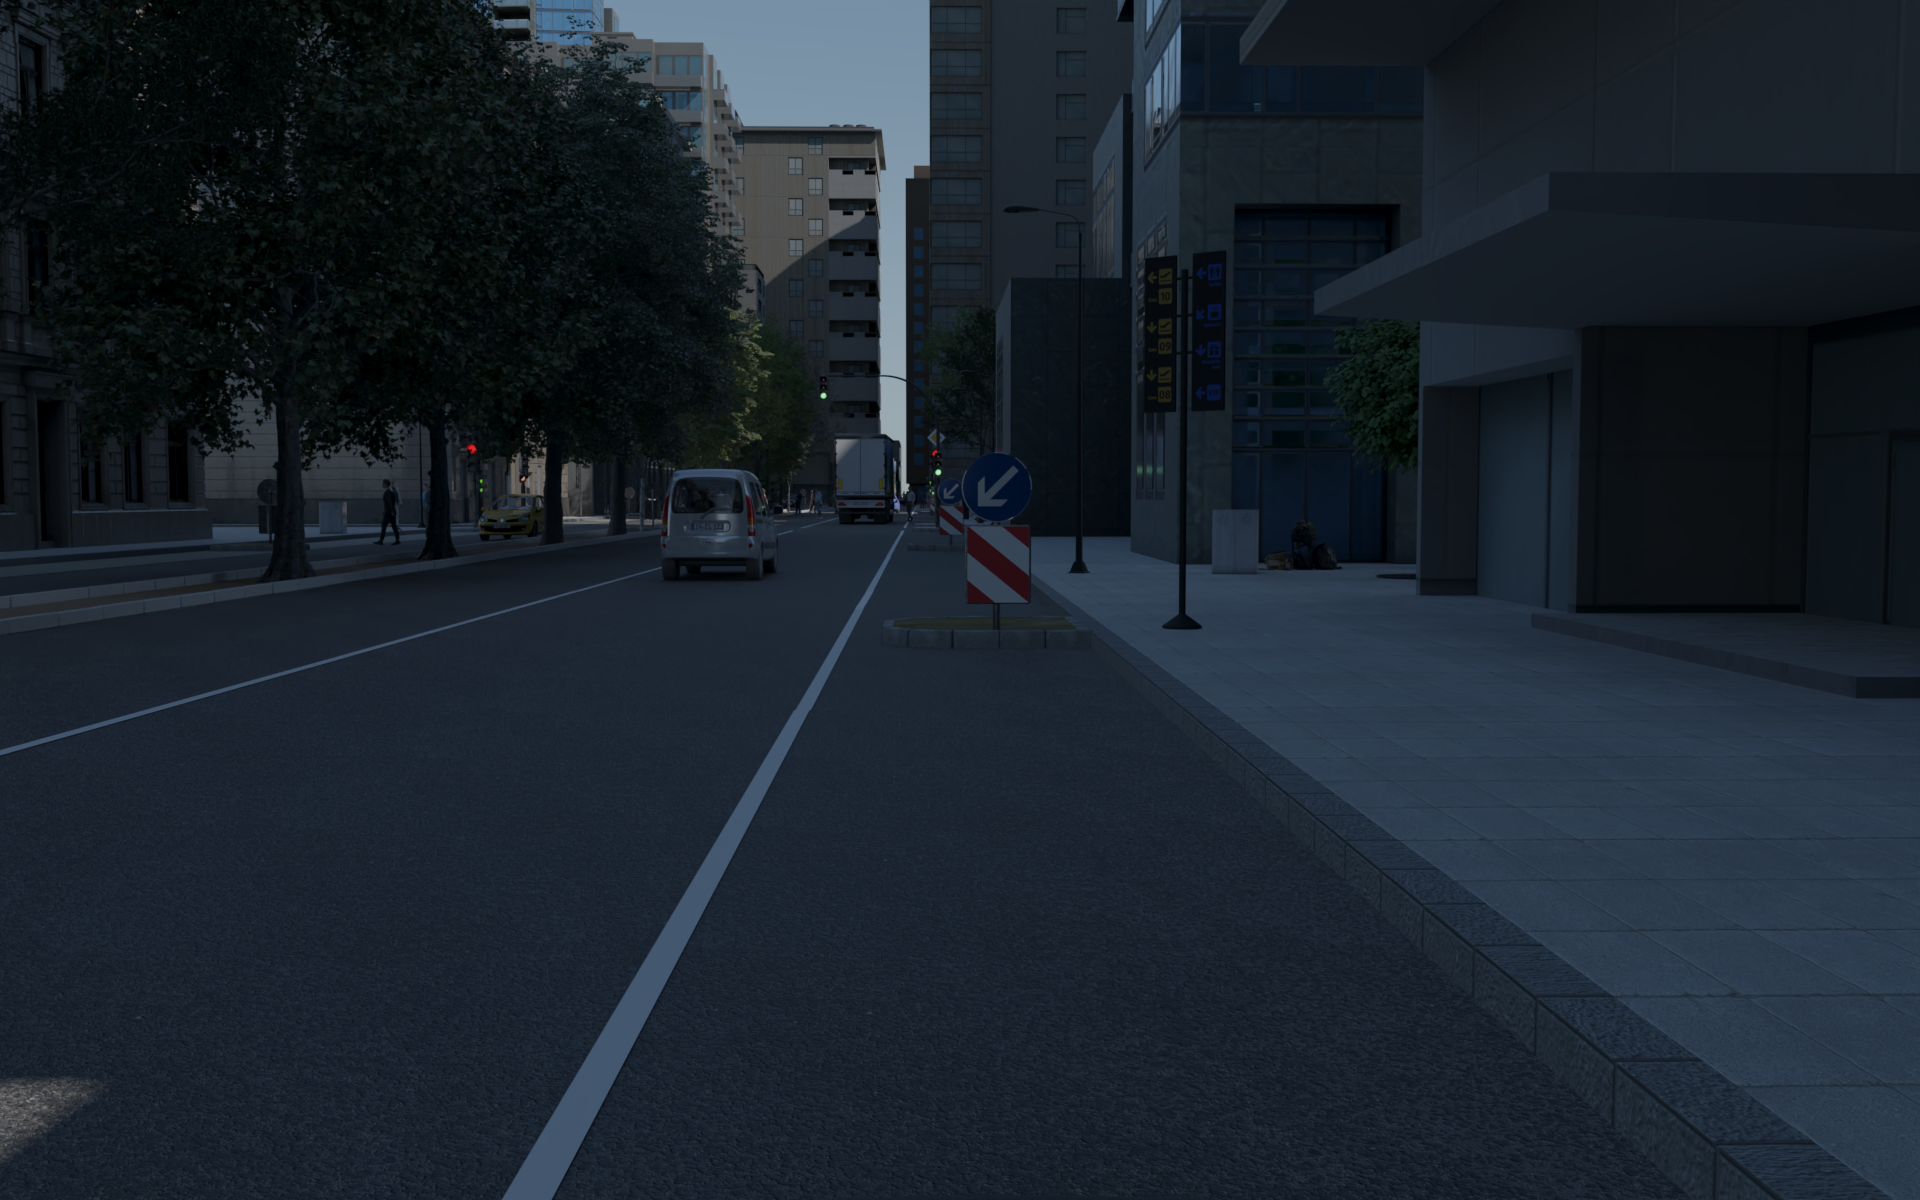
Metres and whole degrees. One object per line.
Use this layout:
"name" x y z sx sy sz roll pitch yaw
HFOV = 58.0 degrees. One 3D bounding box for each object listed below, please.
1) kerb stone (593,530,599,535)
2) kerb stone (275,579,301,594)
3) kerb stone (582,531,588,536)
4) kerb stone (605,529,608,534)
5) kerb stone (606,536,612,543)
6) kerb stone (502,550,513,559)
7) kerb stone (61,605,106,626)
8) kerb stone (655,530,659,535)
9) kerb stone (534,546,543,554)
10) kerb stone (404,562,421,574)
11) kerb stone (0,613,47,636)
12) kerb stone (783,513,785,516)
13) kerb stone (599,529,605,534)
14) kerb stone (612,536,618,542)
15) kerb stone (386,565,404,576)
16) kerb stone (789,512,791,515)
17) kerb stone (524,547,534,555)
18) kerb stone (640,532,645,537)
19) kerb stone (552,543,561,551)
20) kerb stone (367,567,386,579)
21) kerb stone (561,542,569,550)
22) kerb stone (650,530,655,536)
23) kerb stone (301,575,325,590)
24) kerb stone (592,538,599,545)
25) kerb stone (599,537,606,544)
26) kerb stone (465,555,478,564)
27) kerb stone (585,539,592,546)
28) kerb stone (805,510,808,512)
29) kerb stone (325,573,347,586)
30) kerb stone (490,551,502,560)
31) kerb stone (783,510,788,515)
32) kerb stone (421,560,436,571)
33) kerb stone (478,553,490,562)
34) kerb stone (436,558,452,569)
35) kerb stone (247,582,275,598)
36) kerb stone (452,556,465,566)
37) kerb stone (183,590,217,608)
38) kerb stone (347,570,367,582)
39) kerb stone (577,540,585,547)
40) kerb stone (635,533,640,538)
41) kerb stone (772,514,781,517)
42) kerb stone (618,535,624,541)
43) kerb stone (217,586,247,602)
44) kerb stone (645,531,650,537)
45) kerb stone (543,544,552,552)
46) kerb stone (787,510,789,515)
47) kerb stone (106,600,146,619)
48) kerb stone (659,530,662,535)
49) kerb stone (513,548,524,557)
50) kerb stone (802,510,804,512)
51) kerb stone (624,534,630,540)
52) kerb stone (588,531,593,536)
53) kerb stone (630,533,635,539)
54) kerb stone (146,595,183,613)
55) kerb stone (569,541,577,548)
"kerb stone" -12.776 -2.321 60.136 0.120 0.150 1.000 0 4 -1
"kerb stone" -9.930 -0.195 25.382 0.120 0.150 1.000 0 4 -1
"kerb stone" -12.729 -2.193 58.088 0.120 0.150 1.000 0 4 -1
"kerb stone" -12.813 -2.446 62.185 0.120 0.150 1.000 0 4 -1
"kerb stone" -10.482 -1.762 51.000 0.120 0.150 1.000 0 4 -1
"kerb stone" -10.219 -1.009 38.689 0.120 0.150 1.000 0 4 -1
"kerb stone" -9.806 0.188 19.224 0.120 0.150 1.000 0 4 -1
"kerb stone" -10.681 -2.327 60.237 0.120 0.150 1.000 0 4 -1
"kerb stone" -10.285 -1.194 41.766 0.120 0.150 1.000 0 4 -1
"kerb stone" -10.071 -0.571 31.526 0.120 0.150 1.000 0 4 -1
"kerb stone" -9.786 0.244 18.199 0.120 0.150 1.000 0 4 -1
"kerb stone" -11.813 -5.618 114.042 0.120 0.150 1.000 0 4 -1
"kerb stone" -12.792 -2.383 61.158 0.120 0.150 1.000 0 4 -1
"kerb stone" -10.507 -1.825 52.030 0.120 0.150 1.000 0 4 -1
"kerb stone" -10.042 -0.507 30.501 0.120 0.150 1.000 0 4 -1
"kerb stone" -11.926 -5.929 119.178 0.120 0.150 1.000 0 4 -1
"kerb stone" -10.263 -1.131 40.740 0.120 0.150 1.000 0 4 -1
"kerb stone" -10.606 -2.138 57.147 0.120 0.150 1.000 0 4 -1
"kerb stone" -10.330 -1.323 43.822 0.120 0.150 1.000 0 4 -1
"kerb stone" -10.025 -0.445 29.479 0.120 0.150 1.000 0 4 -1
"kerb stone" -10.348 -1.385 44.843 0.120 0.150 1.000 0 4 -1
"kerb stone" -10.654 -2.263 59.197 0.120 0.150 1.000 0 4 -1
"kerb stone" -9.953 -0.253 26.404 0.120 0.150 1.000 0 4 -1
"kerb stone" -10.437 -1.636 48.951 0.120 0.150 1.000 0 4 -1
"kerb stone" -10.453 -1.696 49.975 0.120 0.150 1.000 0 4 -1
"kerb stone" -10.154 -0.821 35.624 0.120 0.150 1.000 0 4 -1
"kerb stone" -10.416 -1.572 47.929 0.120 0.150 1.000 0 4 -1
"kerb stone" -12.295 -6.995 136.601 0.120 0.150 1.000 0 4 -1
"kerb stone" -9.982 -0.316 27.426 0.120 0.150 1.000 0 4 -1
"kerb stone" -10.200 -0.945 37.667 0.120 0.150 1.000 0 4 -1
"kerb stone" -11.882 -5.806 117.123 0.120 0.150 1.000 0 4 -1
"kerb stone" -10.089 -0.633 32.549 0.120 0.150 1.000 0 4 -1
"kerb stone" -10.176 -0.884 36.646 0.120 0.150 1.000 0 4 -1
"kerb stone" -10.102 -0.696 33.581 0.120 0.150 1.000 0 4 -1
"kerb stone" -9.921 -0.130 24.355 0.120 0.150 1.000 0 4 -1
"kerb stone" -10.134 -0.758 34.602 0.120 0.150 1.000 0 4 -1
"kerb stone" -9.872 -0.003 22.305 0.120 0.150 1.000 0 4 -1
"kerb stone" -10.009 -0.373 28.458 0.120 0.150 1.000 0 4 -1
"kerb stone" -10.392 -1.511 46.904 0.120 0.150 1.000 0 4 -1
"kerb stone" -10.584 -2.072 56.125 0.120 0.150 1.000 0 4 -1
"kerb stone" -11.751 -5.428 110.969 0.120 0.150 1.000 0 4 -1
"kerb stone" -10.523 -1.887 53.052 0.120 0.150 1.000 0 4 -1
"kerb stone" -9.896 -0.067 23.333 0.120 0.150 1.000 0 4 -1
"kerb stone" -10.631 -2.198 58.170 0.120 0.150 1.000 0 4 -1
"kerb stone" -10.305 -1.257 42.790 0.120 0.150 1.000 0 4 -1
"kerb stone" -11.906 -5.869 118.153 0.120 0.150 1.000 0 4 -1
"kerb stone" -9.832 0.119 20.247 0.120 0.150 1.000 0 4 -1
"kerb stone" -10.703 -2.389 61.259 0.120 0.150 1.000 0 4 -1
"kerb stone" -10.242 -1.070 39.717 0.120 0.150 1.000 0 4 -1
"kerb stone" -12.205 -6.742 132.505 0.120 0.150 1.000 0 4 -1
"kerb stone" -10.538 -1.950 54.074 0.120 0.150 1.000 0 4 -1
"kerb stone" -12.758 -2.253 59.110 0.120 0.150 1.000 0 4 -1
"kerb stone" -10.568 -2.012 55.095 0.120 0.150 1.000 0 4 -1
"kerb stone" -9.849 0.057 21.273 0.120 0.150 1.000 0 4 -1
"kerb stone" -10.376 -1.446 45.882 0.120 0.150 1.000 0 4 -1
